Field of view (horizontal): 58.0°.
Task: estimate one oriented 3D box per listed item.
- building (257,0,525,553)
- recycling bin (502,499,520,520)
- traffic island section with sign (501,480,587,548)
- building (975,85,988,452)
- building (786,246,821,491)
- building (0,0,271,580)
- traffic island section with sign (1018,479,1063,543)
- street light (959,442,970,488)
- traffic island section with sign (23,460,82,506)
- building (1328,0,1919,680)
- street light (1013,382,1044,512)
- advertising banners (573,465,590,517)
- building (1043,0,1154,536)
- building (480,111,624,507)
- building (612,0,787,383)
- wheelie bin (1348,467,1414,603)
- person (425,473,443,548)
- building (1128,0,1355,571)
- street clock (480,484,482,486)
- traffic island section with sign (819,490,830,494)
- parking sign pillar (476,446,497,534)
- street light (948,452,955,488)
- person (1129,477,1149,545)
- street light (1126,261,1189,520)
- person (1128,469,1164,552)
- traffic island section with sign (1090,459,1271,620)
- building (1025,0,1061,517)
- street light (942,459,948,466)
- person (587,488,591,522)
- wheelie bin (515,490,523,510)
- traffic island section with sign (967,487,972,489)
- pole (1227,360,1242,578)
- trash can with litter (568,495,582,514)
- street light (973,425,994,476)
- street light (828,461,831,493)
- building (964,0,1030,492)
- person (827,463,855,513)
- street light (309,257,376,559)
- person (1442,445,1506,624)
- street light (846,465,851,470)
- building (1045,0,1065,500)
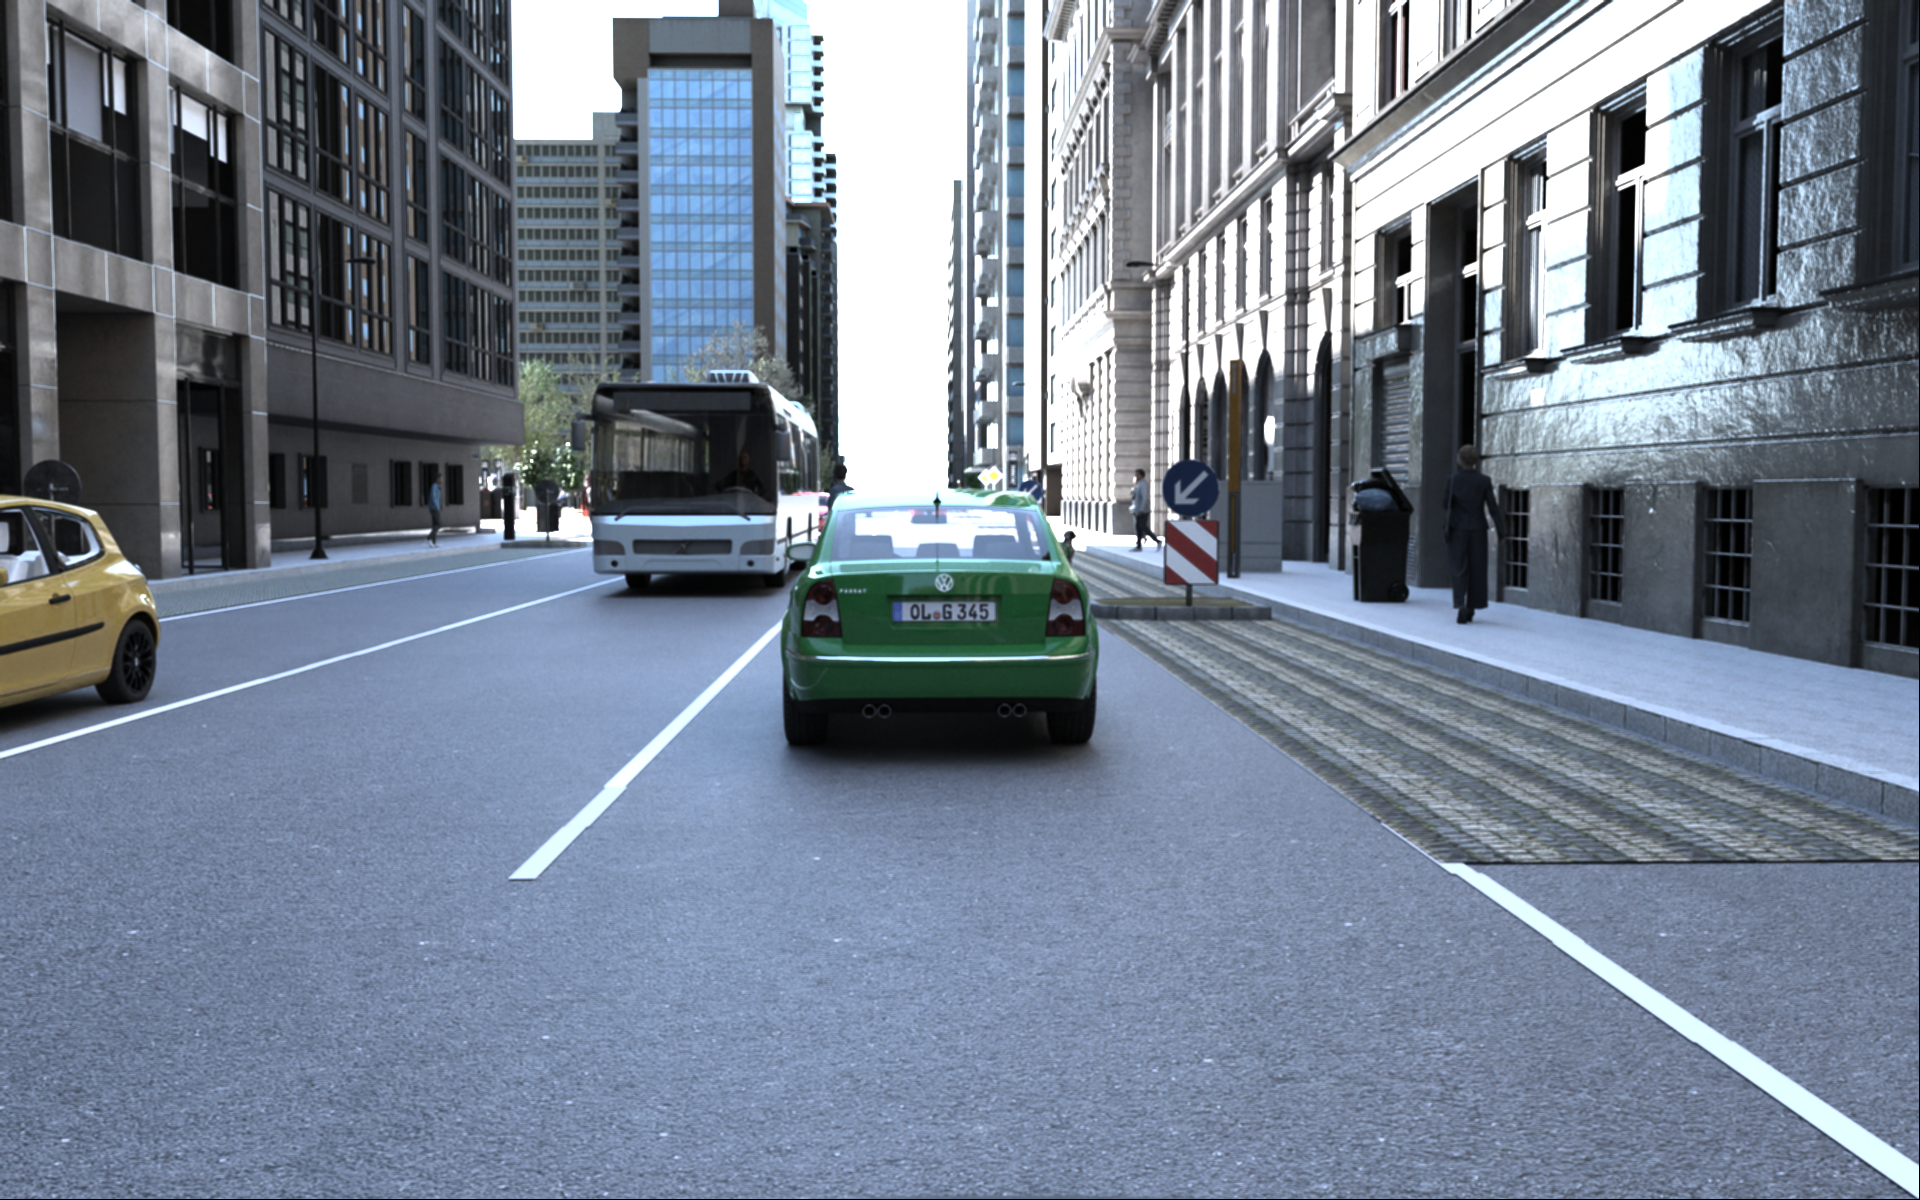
[{"bbox_3d":[-20.384,-15.206,42.133,14.314,27.812,24.014,0,4,-1],"label":"building"},{"bbox_3d":[-22.603,-4.563,87.151,0.722,1.027,0.722,-2,4,-34],"label":"recycling bin"},{"bbox_3d":[-11.118,-2.315,46.486,1.989,1.847,2.006,0,4,-1],"label":"traffic island section with sign"},{"bbox_3d":[8.668,-31.880,171.341,14.600,45.320,14.200,0,4,-1],"label":"building"},{"bbox_3d":[-24.741,-27.083,214.511,14.160,30.474,14.107,0,4,-1],"label":"building"},{"bbox_3d":[-21.210,-12.708,12.289,19.350,26.468,34.151,0,4,-1],"label":"building"},{"bbox_3d":[1.781,-2.385,47.617,1.989,1.847,2.006,0,4,-1],"label":"traffic island section with sign"},{"bbox_3d":[0.701,-11.155,154.926,1.470,5.913,1.316,0,4,-1],"label":"street light"},{"bbox_3d":[-10.405,-0.657,19.378,1.989,1.847,2.006,0,4,-1],"label":"traffic island section with sign"},{"bbox_3d":[13.797,-10.994,13.030,16.112,22.955,30.059,0,4,-1],"label":"building"},{"bbox_3d":[2.911,-6.097,72.233,1.470,5.913,1.316,0,4,-1],"label":"street light"},{"bbox_3d":[-21.120,-6.219,97.860,2.074,3.025,0.090,1,4,21],"label":"advertising banners"},{"bbox_3d":[9.206,-14.251,61.880,11.050,23.489,19.941,0,4,-1],"label":"building"},{"bbox_3d":[-33.284,-29.868,180.226,32.217,40.220,23.993,0,4,-1],"label":"building"},{"bbox_3d":[-23.617,-31.262,161.246,14.600,45.320,14.200,0,4,-1],"label":"building"},{"bbox_3d":[5.005,-0.782,20.686,0.693,1.594,0.980,0,4,0],"label":"wheelie bin"},{"bbox_3d":[-12.554,-2.138,41.350,0.444,1.785,0.601,-1,4,-9],"label":"person"},{"bbox_3d":[11.899,-12.124,40.028,13.314,21.916,24.055,0,4,-1],"label":"building"},{"bbox_3d":[-33.888,-7.193,122.182,0.358,2.002,0.471,1,4,12],"label":"street clock"},{"bbox_3d":[-14.589,-10.446,179.423,1.989,1.847,2.006,0,4,-1],"label":"traffic island section with sign"},{"bbox_3d":[-15.860,-4.154,56.397,1.447,3.967,1.447,-1,4,-17],"label":"parking sign pillar"},{"bbox_3d":[-0.270,-13.473,192.823,1.470,5.913,1.316,0,4,-1],"label":"street light"},{"bbox_3d":[4.592,-2.290,43.905,0.534,1.772,0.576,1,4,22],"label":"person"},{"bbox_3d":[3.995,-3.798,34.634,1.470,5.913,1.316,0,4,-1],"label":"street light"},{"bbox_3d":[4.141,-1.996,38.531,0.795,1.843,0.661,0,4,7],"label":"person"},{"bbox_3d":[2.494,-0.723,20.447,1.989,1.847,2.006,0,4,-1],"label":"traffic island section with sign"},{"bbox_3d":[11.219,-27.713,103.212,14.600,45.320,14.200,0,4,-1],"label":"building"},{"bbox_3d":[-1.314,-15.829,231.350,1.470,5.913,1.316,0,4,-1],"label":"street light"},{"bbox_3d":[-17.202,-4.574,81.003,0.473,1.802,0.592,-1,4,-17],"label":"person"},{"bbox_3d":[-35.891,-8.133,140.882,0.980,1.594,0.693,0,4,5],"label":"wheelie bin"},{"bbox_3d":[0.352,-5.730,102.312,1.989,1.847,2.006,0,4,-1],"label":"traffic island section with sign"},{"bbox_3d":[4.189,-1.992,26.411,0.158,3.312,0.155,0,3,0],"label":"pole"},{"bbox_3d":[-24.904,-6.285,113.821,1.678,1.210,2.233,-1,4,-10],"label":"trash can with litter"},{"bbox_3d":[1.717,-8.796,116.359,1.470,5.913,1.316,0,4,-1],"label":"street light"},{"bbox_3d":[-17.640,-16.317,239.330,1.470,5.913,1.316,0,4,-1],"label":"street light"},{"bbox_3d":[12.464,-31.546,135.382,23.786,49.044,30.456,0,4,-1],"label":"building"},{"bbox_3d":[-1.483,-0.832,22.123,0.581,1.822,0.654,-2,4,-35],"label":"person"},{"bbox_3d":[-12.153,-3.766,34.116,1.470,5.913,1.316,0,4,-1],"label":"street light"},{"bbox_3d":[5.094,-0.660,17.257,0.576,1.772,0.534,-1,4,-10],"label":"person"},{"bbox_3d":[-18.527,-18.621,276.994,1.470,5.913,1.316,0,4,-1],"label":"street light"},{"bbox_3d":[11.827,-19.277,86.881,14.107,30.474,14.160,0,4,-1],"label":"building"}]
